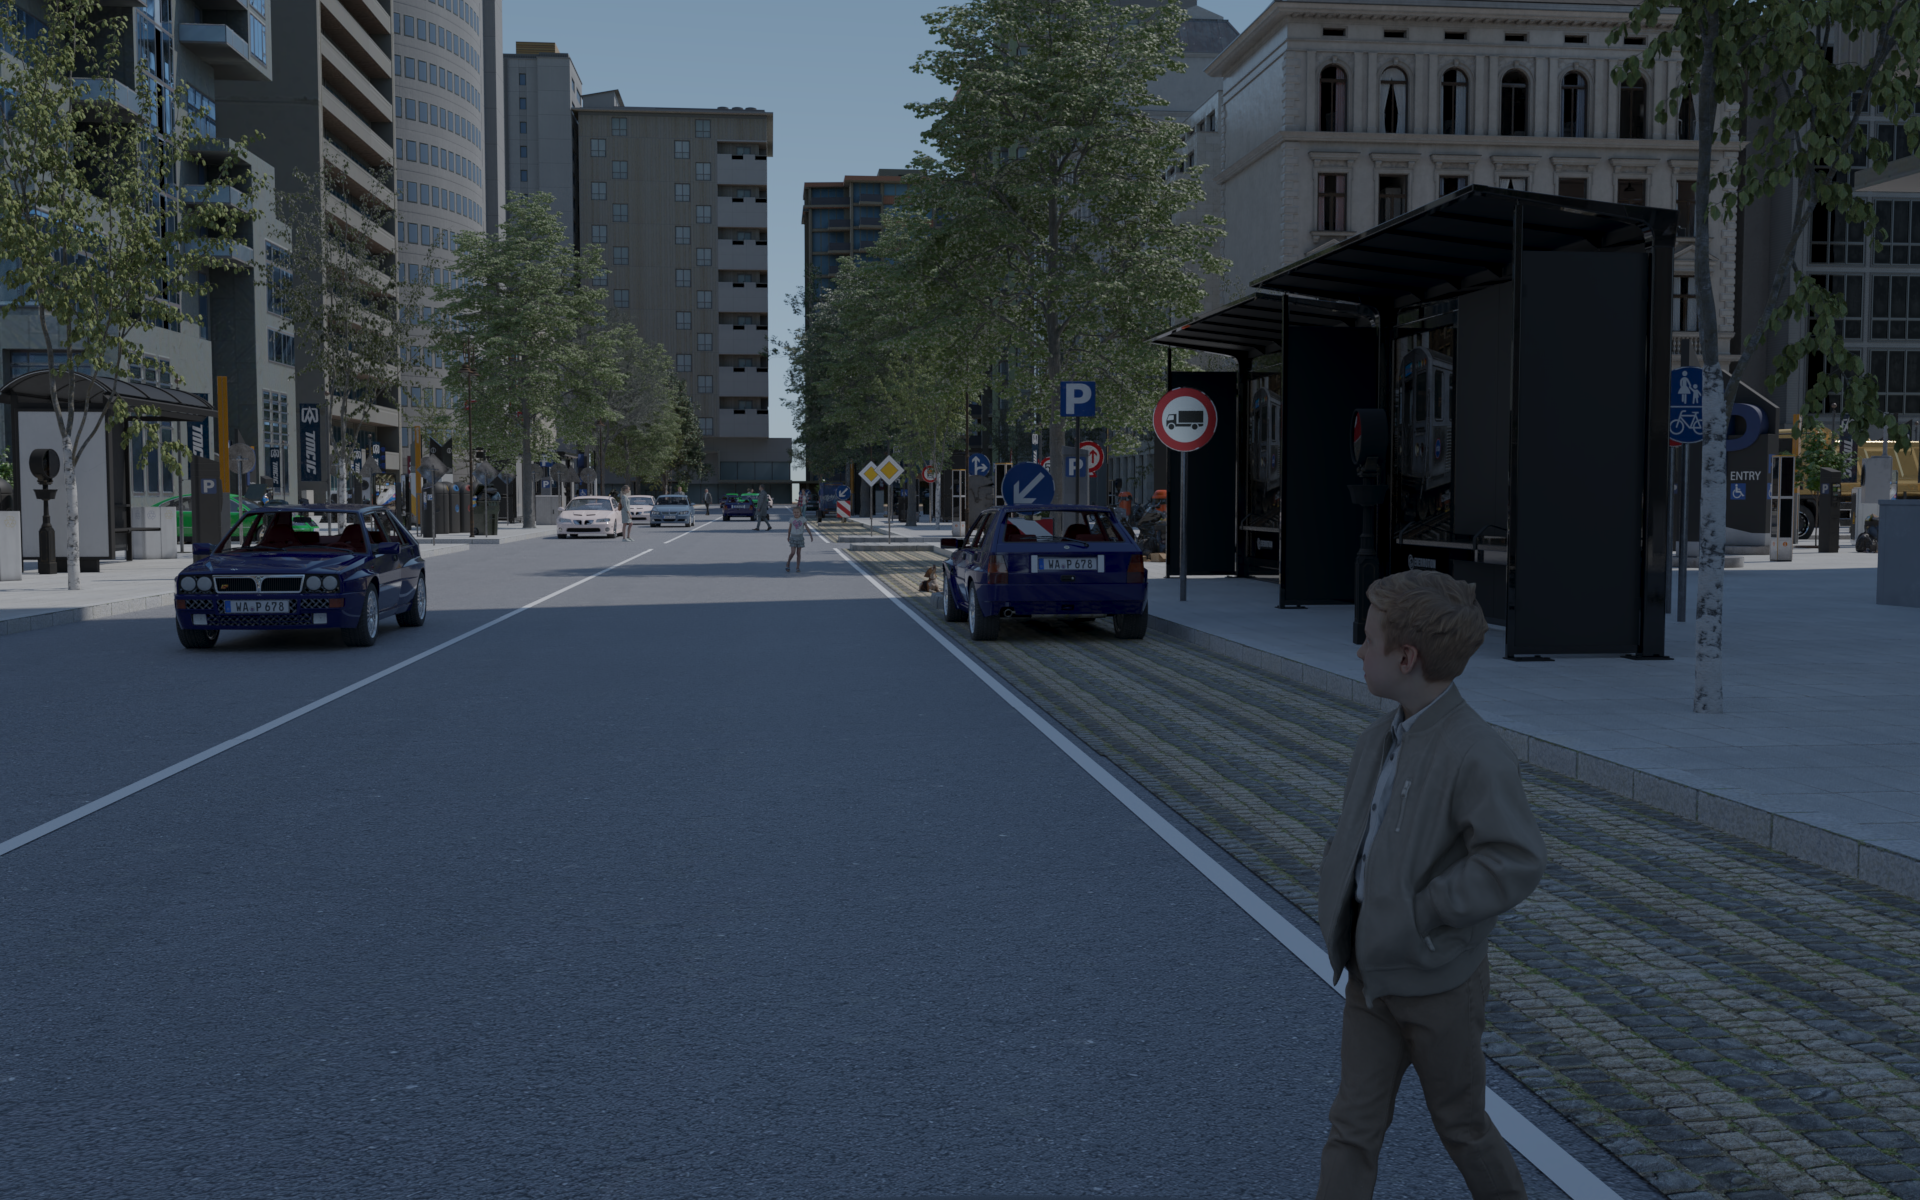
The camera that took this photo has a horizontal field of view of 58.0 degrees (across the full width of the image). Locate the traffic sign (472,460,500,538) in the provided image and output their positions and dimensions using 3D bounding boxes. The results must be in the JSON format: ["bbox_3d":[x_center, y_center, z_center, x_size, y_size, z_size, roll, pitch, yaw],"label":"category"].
[{"bbox_3d":[-13.952,-2.895,50.982,0.795,2.450,0.064,0,4,-6],"label":"traffic sign"}]

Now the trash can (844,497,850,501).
[{"bbox_3d":[-8.117,-6.822,123.188,0.748,1.137,0.748,0,3,0],"label":"trash can"}]

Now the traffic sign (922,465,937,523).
[{"bbox_3d":[-1.306,-4.668,76.425,0.768,2.556,0.104,0,4,-1],"label":"traffic sign"}]

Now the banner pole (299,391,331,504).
[{"bbox_3d":[-15.550,-3.177,41.960,0.863,3.779,0.401,-1,4,-21],"label":"banner pole"}]

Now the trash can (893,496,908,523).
[{"bbox_3d":[-2.461,-4.030,77.546,0.748,1.137,0.748,0,3,0],"label":"trash can"}]

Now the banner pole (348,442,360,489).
[{"bbox_3d":[-29.135,-5.711,83.395,0.401,3.779,0.863,3,5,40],"label":"banner pole"}]

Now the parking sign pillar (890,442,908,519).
[{"bbox_3d":[-2.873,-6.162,89.225,1.447,3.967,1.447,0,4,-2],"label":"parking sign pillar"}]

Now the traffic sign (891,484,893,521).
[{"bbox_3d":[-3.198,-4.996,81.783,0.768,2.556,0.104,0,4,1],"label":"traffic sign"}]

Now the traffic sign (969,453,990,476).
[{"bbox_3d":[0.564,-3.315,54.309,0.768,2.556,0.104,0,4,3],"label":"traffic sign"}]

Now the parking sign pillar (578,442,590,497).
[{"bbox_3d":[-18.123,-5.814,83.536,1.447,3.967,1.447,0,4,-7],"label":"parking sign pillar"}]

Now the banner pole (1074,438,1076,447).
[{"bbox_3d":[5.311,-5.334,77.221,0.863,3.779,0.401,-3,4,-37],"label":"banner pole"}]

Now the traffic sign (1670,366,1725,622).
[{"bbox_3d":[7.252,-1.054,17.334,0.768,2.556,0.104,0,4,-1],"label":"traffic sign"}]

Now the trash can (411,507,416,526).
[{"bbox_3d":[-22.075,-3.571,70.047,0.748,1.137,0.748,0,3,0],"label":"trash can"}]

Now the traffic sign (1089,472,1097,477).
[{"bbox_3d":[3.847,-3.325,54.373,0.884,2.594,0.081,0,4,-5],"label":"traffic sign"}]

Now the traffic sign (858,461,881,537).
[{"bbox_3d":[-2.672,-2.969,52.185,0.795,2.450,0.064,0,4,-6],"label":"traffic sign"}]

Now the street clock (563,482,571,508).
[{"bbox_3d":[-17.743,-4.509,78.298,0.358,2.002,0.471,-2,4,-33],"label":"street clock"}]

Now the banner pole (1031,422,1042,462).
[{"bbox_3d":[2.680,-4.287,60.101,0.401,3.779,0.863,2,4,31],"label":"banner pole"}]

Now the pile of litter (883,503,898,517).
[{"bbox_3d":[-3.626,-4.933,94.620,1.176,0.858,1.719,0,4,-2],"label":"pile of litter"}]

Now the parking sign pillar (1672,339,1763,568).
[{"bbox_3d":[13.101,-2.575,30.571,1.447,3.967,1.447,3,5,40],"label":"parking sign pillar"}]

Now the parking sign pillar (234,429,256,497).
[{"bbox_3d":[-29.673,-5.107,71.978,1.447,3.967,1.447,0,4,-4],"label":"parking sign pillar"}]

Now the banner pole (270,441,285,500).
[{"bbox_3d":[-31.949,-5.581,81.261,0.863,3.779,0.401,0,4,-2],"label":"banner pole"}]

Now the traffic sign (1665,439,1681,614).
[{"bbox_3d":[7.605,-1.128,18.548,0.768,2.556,0.104,0,4,-5],"label":"traffic sign"}]

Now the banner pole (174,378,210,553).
[{"bbox_3d":[-16.698,-2.911,37.609,0.863,3.779,0.401,-3,5,-39],"label":"banner pole"}]

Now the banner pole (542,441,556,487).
[{"bbox_3d":[-18.976,-5.495,79.863,0.863,3.779,0.401,-3,5,-43],"label":"banner pole"}]

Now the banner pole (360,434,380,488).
[{"bbox_3d":[-24.639,-5.067,72.865,0.401,3.779,0.863,1,4,21],"label":"banner pole"}]

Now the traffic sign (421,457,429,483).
[{"bbox_3d":[-18.091,-3.595,58.892,0.768,2.556,0.104,0,4,-1],"label":"traffic sign"}]

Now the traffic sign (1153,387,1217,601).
[{"bbox_3d":[2.678,-1.260,20.699,0.768,2.556,0.104,0,4,2],"label":"traffic sign"}]

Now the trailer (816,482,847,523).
[{"bbox_3d":[-6.457,-4.851,86.360,1.471,1.999,3.904,0,4,-8],"label":"trailer"}]

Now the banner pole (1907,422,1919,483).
[{"bbox_3d":[32.785,-4.276,59.935,0.863,3.779,0.401,2,4,25],"label":"banner pole"}]

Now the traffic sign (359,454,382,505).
[{"bbox_3d":[-18.949,-3.408,55.722,0.884,2.594,0.081,0,3,0],"label":"traffic sign"}]

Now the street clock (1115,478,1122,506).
[{"bbox_3d":[7.178,-4.515,78.389,0.358,2.002,0.471,-1,4,-8],"label":"street clock"}]

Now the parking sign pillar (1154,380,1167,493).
[{"bbox_3d":[5.004,-3.253,41.663,1.447,3.967,1.447,1,4,18],"label":"parking sign pillar"}]

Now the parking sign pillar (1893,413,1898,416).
[{"bbox_3d":[31.500,-4.273,58.328,1.447,3.967,1.447,1,4,20],"label":"parking sign pillar"}]

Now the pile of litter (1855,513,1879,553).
[{"bbox_3d":[20.358,-1.471,38.021,1.719,0.858,1.176,-2,4,-29],"label":"pile of litter"}]

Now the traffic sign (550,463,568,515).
[{"bbox_3d":[-16.414,-4.332,70.935,0.768,2.556,0.104,0,4,3],"label":"traffic sign"}]

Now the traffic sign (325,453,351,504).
[{"bbox_3d":[-18.660,-3.173,51.988,0.768,2.556,0.104,0,4,0],"label":"traffic sign"}]

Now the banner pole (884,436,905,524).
[{"bbox_3d":[-2.852,-5.188,74.843,0.863,3.779,0.401,-1,4,-9],"label":"banner pole"}]

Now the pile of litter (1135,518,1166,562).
[{"bbox_3d":[3.966,-1.161,32.952,1.719,0.858,1.176,1,4,18],"label":"pile of litter"}]

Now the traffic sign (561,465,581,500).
[{"bbox_3d":[-17.258,-4.704,76.908,0.884,2.594,0.081,0,4,0],"label":"traffic sign"}]

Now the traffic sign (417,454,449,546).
[{"bbox_3d":[-13.088,-2.410,43.043,0.795,2.450,0.064,0,4,-6],"label":"traffic sign"}]

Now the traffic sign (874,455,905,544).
[{"bbox_3d":[-1.808,-2.483,44.246,0.795,2.450,0.064,0,4,-6],"label":"traffic sign"}]

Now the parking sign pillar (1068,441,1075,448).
[{"bbox_3d":[5.702,-6.027,87.012,1.447,3.967,1.447,-2,4,-28],"label":"parking sign pillar"}]

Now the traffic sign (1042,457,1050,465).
[{"bbox_3d":[3.092,-3.604,59.029,0.768,2.556,0.104,0,4,3],"label":"traffic sign"}]

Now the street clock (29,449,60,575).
[{"bbox_3d":[-14.591,-1.412,27.652,0.358,2.002,0.471,0,4,5],"label":"street clock"}]

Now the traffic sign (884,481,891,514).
[{"bbox_3d":[-4.342,-6.576,107.628,0.768,2.556,0.104,0,4,3],"label":"traffic sign"}]

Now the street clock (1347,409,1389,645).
[{"bbox_3d":[3.474,-0.624,14.765,0.358,2.002,0.471,0,4,2],"label":"street clock"}]

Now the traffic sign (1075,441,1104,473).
[{"bbox_3d":[3.063,-2.534,41.538,0.768,2.556,0.104,0,4,-3],"label":"traffic sign"}]

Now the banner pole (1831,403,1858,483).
[{"bbox_3d":[24.279,-3.529,47.717,0.863,3.779,0.401,3,4,36],"label":"banner pole"}]

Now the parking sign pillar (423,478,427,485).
[{"bbox_3d":[-38.018,-8.233,123.081,1.447,3.967,1.447,0,4,4],"label":"parking sign pillar"}]

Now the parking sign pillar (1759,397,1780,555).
[{"bbox_3d":[16.723,-2.964,36.935,1.447,3.967,1.447,-2,4,-34],"label":"parking sign pillar"}]

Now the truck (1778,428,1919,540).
[{"bbox_3d":[26.275,-3.416,51.773,9.791,3.379,3.469,0,4,-8],"label":"truck"}]

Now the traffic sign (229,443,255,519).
[{"bbox_3d":[-18.052,-2.650,43.436,0.768,2.556,0.104,0,4,-1],"label":"traffic sign"}]
